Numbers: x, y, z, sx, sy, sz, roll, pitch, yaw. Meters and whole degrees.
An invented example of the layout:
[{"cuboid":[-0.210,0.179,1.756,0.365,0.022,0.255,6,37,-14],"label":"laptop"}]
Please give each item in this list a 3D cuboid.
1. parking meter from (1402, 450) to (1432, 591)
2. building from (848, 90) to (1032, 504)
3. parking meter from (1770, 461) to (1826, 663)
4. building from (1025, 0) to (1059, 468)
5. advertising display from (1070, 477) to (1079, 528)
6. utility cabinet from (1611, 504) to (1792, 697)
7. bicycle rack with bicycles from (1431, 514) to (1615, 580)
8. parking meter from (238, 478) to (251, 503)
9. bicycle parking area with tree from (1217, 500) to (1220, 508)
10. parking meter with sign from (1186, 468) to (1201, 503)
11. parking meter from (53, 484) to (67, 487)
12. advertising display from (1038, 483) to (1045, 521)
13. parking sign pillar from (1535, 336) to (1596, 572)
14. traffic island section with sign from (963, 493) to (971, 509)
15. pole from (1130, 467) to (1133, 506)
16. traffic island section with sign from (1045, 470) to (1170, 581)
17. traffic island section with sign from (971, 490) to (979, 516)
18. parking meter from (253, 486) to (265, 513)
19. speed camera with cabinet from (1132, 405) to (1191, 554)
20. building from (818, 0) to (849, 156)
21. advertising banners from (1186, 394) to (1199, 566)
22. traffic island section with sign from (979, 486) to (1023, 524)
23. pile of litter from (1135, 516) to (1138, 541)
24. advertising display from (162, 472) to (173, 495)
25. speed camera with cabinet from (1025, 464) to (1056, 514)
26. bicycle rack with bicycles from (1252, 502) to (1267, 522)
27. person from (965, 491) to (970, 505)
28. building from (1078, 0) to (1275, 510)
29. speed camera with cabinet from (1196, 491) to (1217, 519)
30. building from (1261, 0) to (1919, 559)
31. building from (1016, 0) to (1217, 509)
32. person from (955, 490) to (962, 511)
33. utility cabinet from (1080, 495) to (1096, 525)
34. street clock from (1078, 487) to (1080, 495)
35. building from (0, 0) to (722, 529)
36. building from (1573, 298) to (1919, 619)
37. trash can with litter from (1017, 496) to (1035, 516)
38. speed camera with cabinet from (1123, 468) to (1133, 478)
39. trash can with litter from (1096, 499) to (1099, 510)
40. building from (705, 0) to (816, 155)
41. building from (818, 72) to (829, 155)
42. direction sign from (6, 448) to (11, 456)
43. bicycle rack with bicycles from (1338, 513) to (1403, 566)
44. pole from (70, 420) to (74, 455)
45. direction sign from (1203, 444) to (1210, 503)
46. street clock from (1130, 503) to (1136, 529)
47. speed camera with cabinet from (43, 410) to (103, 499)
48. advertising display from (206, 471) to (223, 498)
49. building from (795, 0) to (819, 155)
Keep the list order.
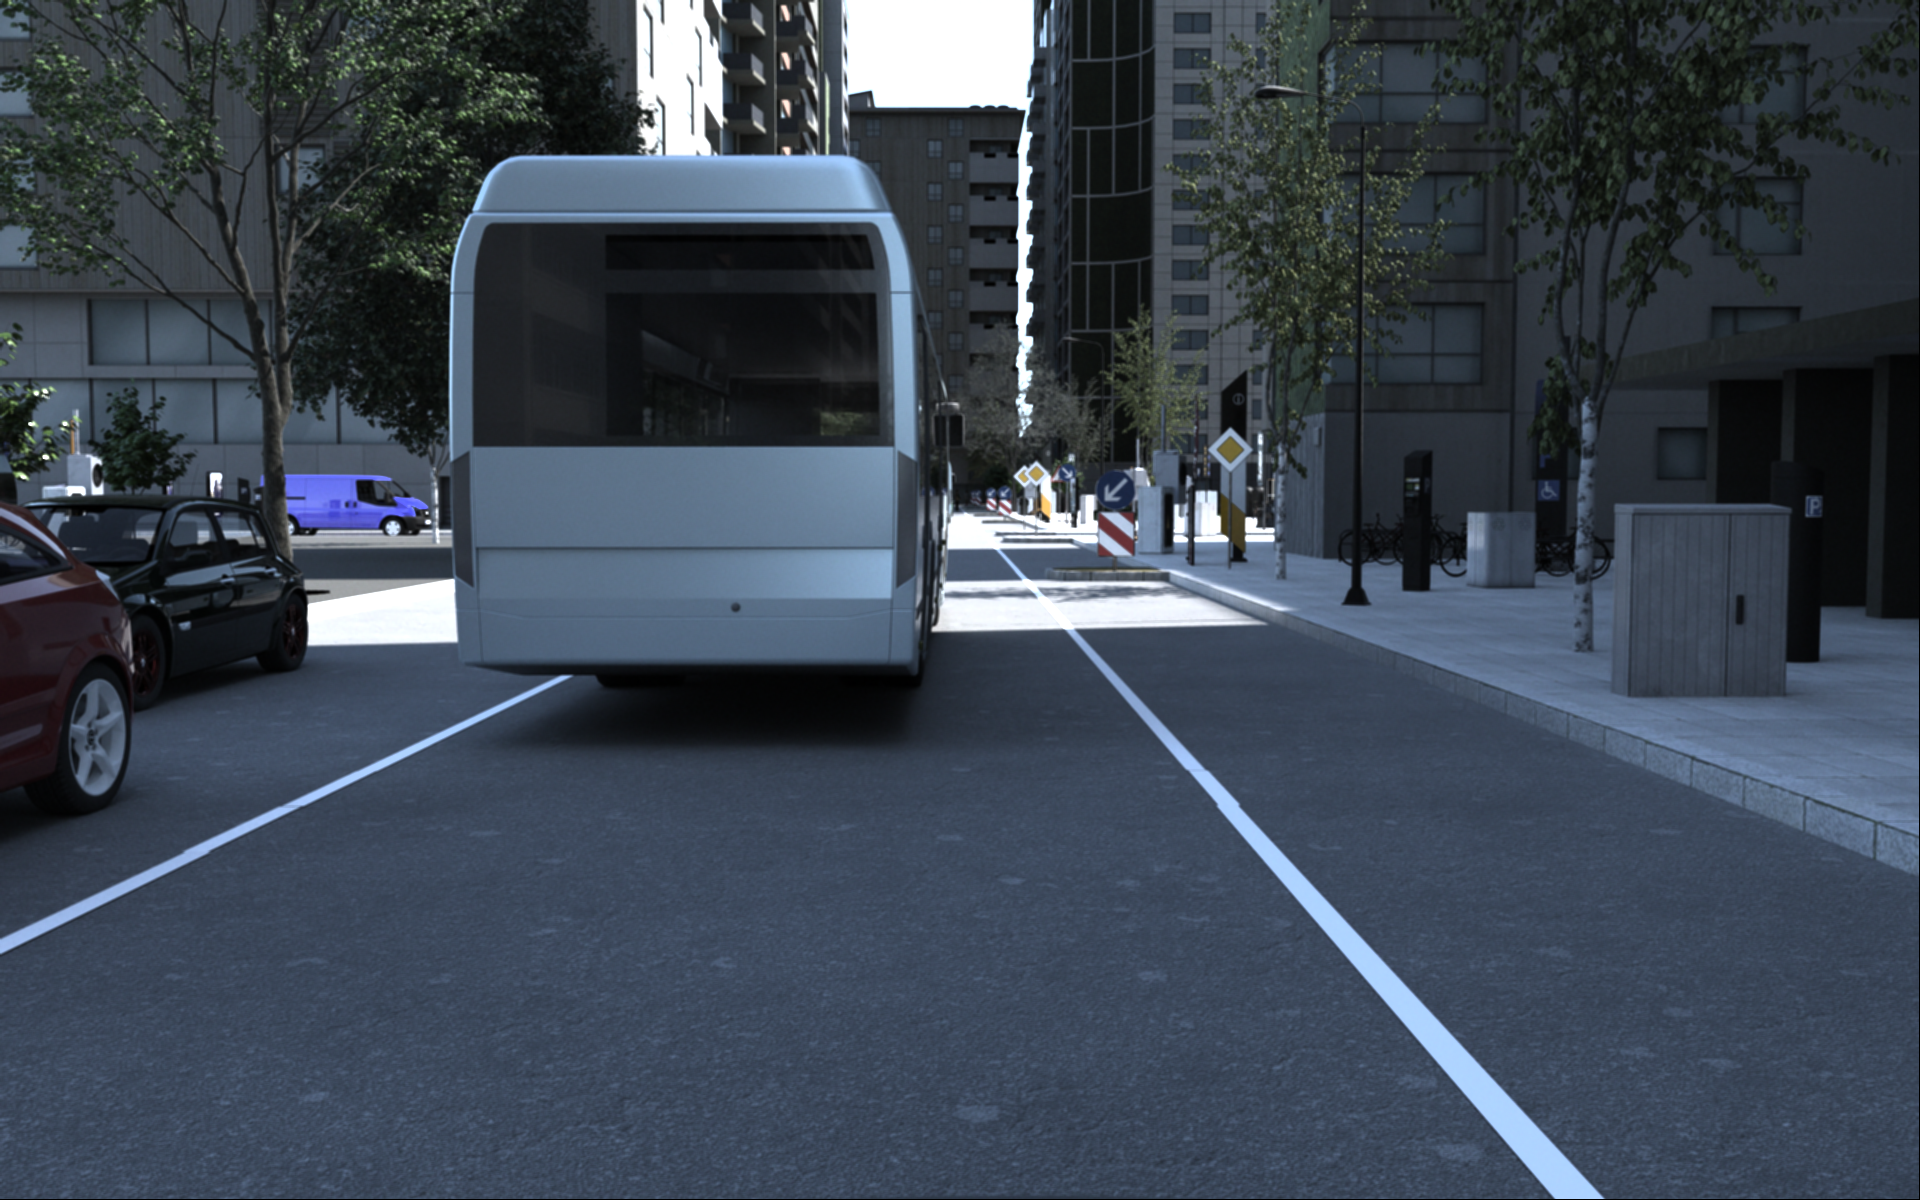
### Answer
[{"cuboid":[6.052,-1.053,22.926,0.255,1.863,0.399,3,4,38],"label":"parking meter"},{"cuboid":[-3.265,-39.475,234.657,27.495,52.752,28.713,0,4,0],"label":"building"},{"cuboid":[6.418,-0.299,13.308,0.372,1.533,0.369,0,3,0],"label":"parking meter"},{"cuboid":[17.908,-33.719,170.915,23.786,49.044,30.456,0,4,0],"label":"building"},{"cuboid":[4.280,-3.656,64.993,0.123,1.923,0.974,-1,4,-9],"label":"advertising display"},{"cuboid":[4.721,0.007,11.042,1.020,1.237,0.306,0,4,-3],"label":"utility cabinet"},{"cuboid":[8.842,-0.808,26.592,2.925,0.926,2.852,0,4,2],"label":"bicycle rack with bicycles"},{"cuboid":[-25.404,-3.412,61.489,0.399,1.863,0.255,-2,4,-26],"label":"parking meter"},{"cuboid":[20.810,-7.771,114.058,8.231,4.147,9.016,2,4,23],"label":"bicycle parking area with tree"},{"cuboid":[15.311,-7.359,116.572,1.738,3.016,0.543,-1,4,-11],"label":"parking meter with sign"},{"cuboid":[-22.255,-2.103,42.793,0.372,1.533,0.369,0,3,0],"label":"parking meter"},{"cuboid":[3.938,-4.663,81.453,0.123,1.923,0.974,2,4,29],"label":"advertising display"},{"cuboid":[9.953,-2.485,29.099,1.447,3.967,1.447,1,4,23],"label":"parking sign pillar"},{"cuboid":[1.553,-9.350,161.493,1.989,1.847,2.006,0,4,0],"label":"traffic island section with sign"},{"cuboid":[12.907,-8.360,130.529,0.158,3.312,0.155,0,3,0],"label":"pole"},{"cuboid":[2.458,-1.269,29.368,1.989,1.847,2.006,0,4,0],"label":"traffic island section with sign"},{"cuboid":[1.893,-6.314,111.857,1.989,1.847,2.006,0,4,0],"label":"traffic island section with sign"},{"cuboid":[-21.069,-2.676,52.162,0.372,1.533,0.369,0,3,0],"label":"parking meter"},{"cuboid":[4.433,-2.659,37.808,0.660,3.252,2.038,1,4,22],"label":"speed camera with cabinet"},{"cuboid":[-26.895,-40.055,196.904,28.212,58.520,21.231,0,4,0],"label":"building"},{"cuboid":[4.192,-2.144,31.240,0.090,3.025,2.074,0,4,4],"label":"advertising banners"},{"cuboid":[2.070,-4.665,84.903,1.989,1.847,2.006,0,4,0],"label":"traffic island section with sign"},{"cuboid":[4.838,-2.062,47.675,1.176,0.858,1.719,2,4,35],"label":"pile of litter"},{"cuboid":[-20.036,-2.361,43.822,0.123,1.923,0.974,-1,4,-17],"label":"advertising display"},{"cuboid":[5.292,-7.308,113.822,2.038,3.252,0.660,0,4,1],"label":"speed camera with cabinet"},{"cuboid":[13.560,-4.153,81.289,2.852,0.926,2.925,2,4,28],"label":"bicycle rack with bicycles"},{"cuboid":[0.794,-11.369,194.385,0.705,1.824,1.348,2,4,23],"label":"person"},{"cuboid":[16.818,-43.185,144.321,20.563,71.187,20.611,0,4,0],"label":"building"},{"cuboid":[12.012,-5.729,88.007,2.038,3.252,0.660,-1,4,-10],"label":"speed camera with cabinet"},{"cuboid":[14.123,-21.783,39.754,14.154,41.232,14.086,0,4,0],"label":"building"},{"cuboid":[16.702,-46.328,195.717,20.563,71.187,20.611,0,4,0],"label":"building"},{"cuboid":[-0.199,-8.383,145.651,0.705,1.812,1.348,-1,4,-21],"label":"person"},{"cuboid":[5.339,-3.790,73.127,0.306,1.237,1.020,1,4,22],"label":"utility cabinet"},{"cuboid":[7.477,-6.501,110.855,0.471,2.002,0.358,0,4,-3],"label":"street clock"},{"cuboid":[-25.062,-29.671,74.358,28.713,52.752,27.495,0,4,0],"label":"building"},{"cuboid":[19.152,-21.625,8.193,22.147,44.769,28.867,0,4,0],"label":"building"},{"cuboid":[3.934,-5.522,101.664,1.055,1.170,0.624,-2,4,-30],"label":"trash can with litter"},{"cuboid":[6.903,-4.168,62.484,2.038,3.252,0.660,-2,4,-25],"label":"speed camera with cabinet"},{"cuboid":[9.687,-7.075,127.058,1.055,1.170,0.624,-1,4,-13],"label":"trash can with litter"},{"cuboid":[-21.190,-28.149,114.863,22.147,44.769,28.867,0,4,0],"label":"building"},{"cuboid":[-19.692,-29.312,162.852,14.154,41.232,14.086,0,4,0],"label":"building"},{"cuboid":[-32.731,-4.089,58.855,0.876,3.537,0.379,-2,4,-33],"label":"direction sign"},{"cuboid":[8.204,-1.121,31.706,2.925,0.926,2.852,0,4,2],"label":"bicycle rack with bicycles"},{"cuboid":[-24.403,-3.298,47.772,0.158,3.312,0.155,0,3,0],"label":"pole"},{"cuboid":[11.271,-5.334,79.209,0.379,3.537,0.876,2,4,27],"label":"direction sign"},{"cuboid":[6.377,-3.629,63.897,0.358,2.002,0.471,-2,4,-27],"label":"street clock"},{"cuboid":[-20.445,-2.790,39.950,0.660,3.252,2.038,0,4,-5],"label":"speed camera with cabinet"},{"cuboid":[-21.291,-2.709,49.501,0.123,1.923,0.974,0,4,-4],"label":"advertising display"},{"cuboid":[-23.201,-31.871,144.795,21.300,48.544,21.600,0,4,0],"label":"building"}]
